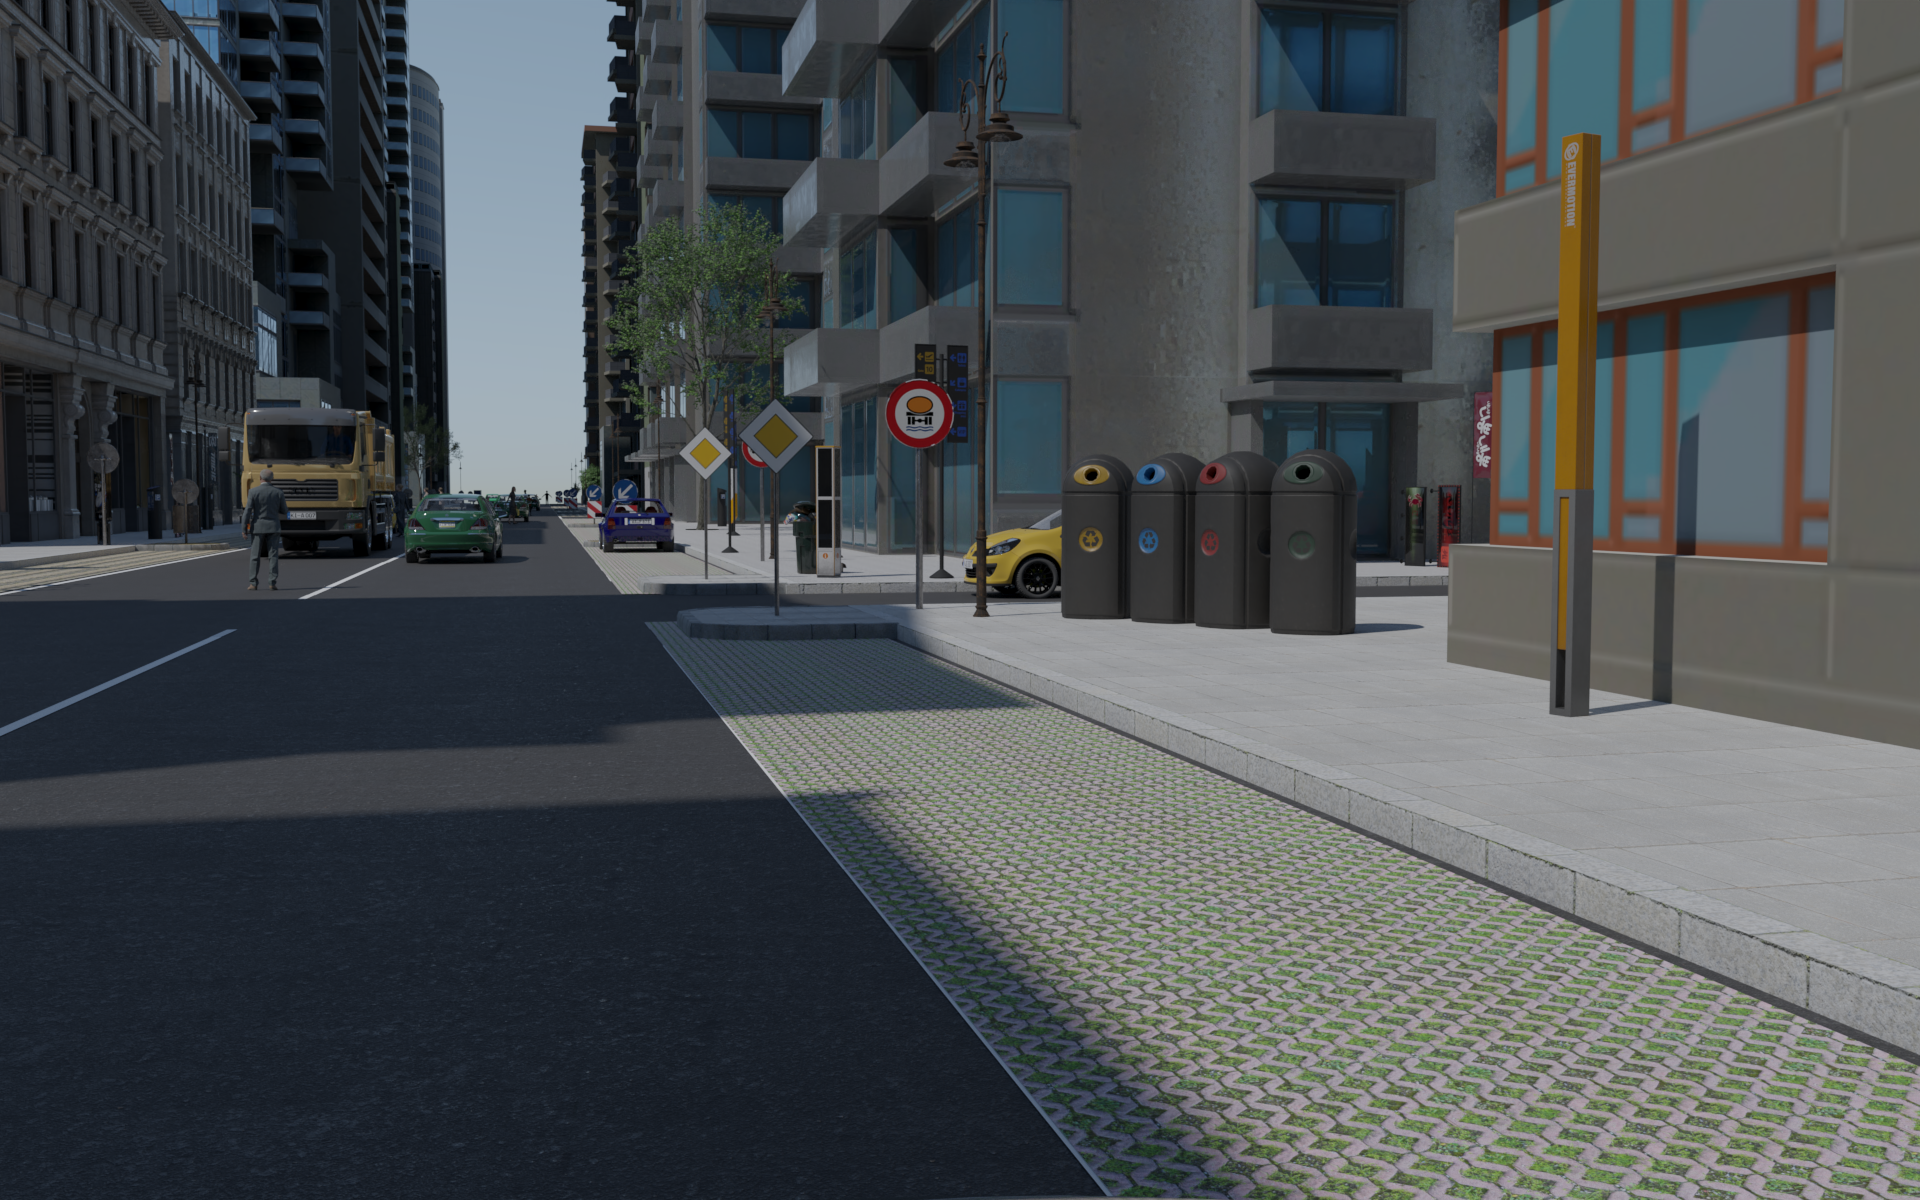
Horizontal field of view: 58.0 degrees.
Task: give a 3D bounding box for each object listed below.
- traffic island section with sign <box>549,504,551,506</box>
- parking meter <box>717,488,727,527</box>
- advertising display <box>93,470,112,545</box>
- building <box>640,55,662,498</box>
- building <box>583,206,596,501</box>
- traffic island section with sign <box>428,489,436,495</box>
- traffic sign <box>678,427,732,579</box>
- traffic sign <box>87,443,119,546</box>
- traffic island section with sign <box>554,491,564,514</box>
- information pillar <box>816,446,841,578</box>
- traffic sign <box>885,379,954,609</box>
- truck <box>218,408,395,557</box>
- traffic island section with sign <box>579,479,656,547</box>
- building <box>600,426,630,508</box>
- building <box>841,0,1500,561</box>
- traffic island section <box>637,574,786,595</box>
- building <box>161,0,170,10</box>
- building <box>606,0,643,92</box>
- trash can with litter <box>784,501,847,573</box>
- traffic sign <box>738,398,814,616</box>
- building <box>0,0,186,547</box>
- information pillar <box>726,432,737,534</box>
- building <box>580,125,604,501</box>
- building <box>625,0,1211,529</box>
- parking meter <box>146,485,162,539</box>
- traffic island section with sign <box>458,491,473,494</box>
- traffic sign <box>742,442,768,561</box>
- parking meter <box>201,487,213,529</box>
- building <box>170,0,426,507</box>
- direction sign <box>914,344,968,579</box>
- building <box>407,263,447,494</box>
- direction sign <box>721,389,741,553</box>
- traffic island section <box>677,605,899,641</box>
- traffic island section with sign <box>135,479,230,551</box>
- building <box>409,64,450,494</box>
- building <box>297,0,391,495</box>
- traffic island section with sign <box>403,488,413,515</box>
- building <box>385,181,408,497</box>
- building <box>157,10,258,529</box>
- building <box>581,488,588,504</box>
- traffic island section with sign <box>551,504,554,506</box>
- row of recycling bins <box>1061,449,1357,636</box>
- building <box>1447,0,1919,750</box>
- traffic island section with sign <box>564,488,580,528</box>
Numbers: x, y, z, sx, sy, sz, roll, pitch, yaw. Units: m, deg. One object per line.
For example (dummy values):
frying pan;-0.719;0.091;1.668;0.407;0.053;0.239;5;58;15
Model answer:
traffic island section with sign;-47.109;-11.915;203.439;1.989;1.847;2.006;-1;4;-14
parking meter;-9.391;-3.666;68.350;0.372;1.533;0.369;0;3;0
advertising display;-21.692;-2.362;43.837;0.123;1.923;0.974;-3;5;-43
building;-12.942;-20.619;108.814;14.160;30.474;14.107;-1;4;-14
building;-46.759;-36.651;249.347;14.600;45.320;14.200;-1;4;-14
traffic island section with sign;-44.689;-8.455;146.859;1.989;1.847;2.006;-1;4;-14
traffic sign;-3.813;-1.365;25.963;0.795;2.450;0.064;-1;4;-14
traffic sign;-21.252;-2.622;42.968;0.768;2.556;0.104;0;4;-6
traffic island section with sign;-27.531;-6.973;122.642;1.989;1.847;2.006;-1;4;-14
information pillar;-2.015;-1.351;26.577;0.304;2.012;0.304;1;4;17
traffic sign;-0.453;-1.171;19.256;0.768;2.556;0.104;-1;4;-8
truck;-15.309;-2.797;41.651;3.469;3.379;9.791;-1;4;-14
traffic island section with sign;-9.254;-2.358;47.187;1.989;1.847;2.006;-1;4;-14
building;-21.523;-51.737;158.576;22.319;86.520;31.000;-1;4;-14
building;10.742;-25.879;42.723;30.456;49.044;23.786;-1;4;-14
traffic island section;-3.792;-0.230;26.045;2.009;0.180;2.903;-1;4;-14
building;-50.001;-48.535;106.214;22.319;86.520;31.000;-1;4;-14
building;-14.844;-29.076;130.012;22.147;44.769;28.867;-1;4;-14
trash can with litter;-2.328;-1.022;28.103;0.624;1.170;1.055;2;4;29
traffic sign;-1.934;-0.890;18.201;0.795;2.450;0.064;-1;4;-14
building;-27.867;-11.633;41.105;10.553;20.767;40.483;-1;4;-14
information pillar;-7.209;-3.882;54.830;0.183;3.616;0.504;-2;4;-35
building;-33.384;-33.688;205.421;22.147;44.769;28.867;-1;4;-14
building;-4.465;-28.544;86.303;23.786;49.044;30.456;-1;4;-14
parking meter;-22.912;-2.499;49.267;0.372;1.533;0.369;0;3;0
traffic island section with sign;-57.776;-11.759;200.893;1.989;1.847;2.006;-1;4;-14
traffic sign;-3.767;-2.011;32.986;0.768;2.556;0.104;-1;4;-12
parking meter;-27.525;-3.359;63.329;0.372;1.533;0.369;0;3;0
building;-70.213;-53.556;188.314;22.319;86.520;31.000;-1;4;-14
direction sign;-0.279;-2.099;26.316;0.876;3.537;0.379;-2;4;-24
building;-71.057;-26.990;212.981;14.160;30.474;14.107;-1;4;-14
direction sign;-5.027;-2.798;37.751;0.379;3.537;0.876;-1;4;-21
traffic island section;-1.913;0.244;18.284;2.009;0.180;2.903;-1;4;-14
traffic island section with sign;-19.847;-2.183;44.316;1.989;1.847;2.006;-1;4;-14
building;-80.561;-42.238;232.596;21.231;58.520;28.212;-1;4;-14
building;-56.271;-31.160;133.160;21.300;48.544;21.600;-1;4;-14
traffic island section with sign;-38.179;-6.809;119.959;1.989;1.847;2.006;-1;4;-14
building;-56.814;-23.267;152.120;14.160;30.474;14.107;-1;4;-14
building;-34.879;-13.507;69.988;9.793;20.994;18.267;-1;4;-14
building;-34.519;-33.061;232.427;32.217;40.220;23.993;-1;4;-14
traffic island section with sign;-33.878;-8.576;148.842;1.989;1.847;2.006;-1;4;-14
row of recycling bins;2.385;-0.610;17.084;1.069;1.692;3.534;-3;5;-42
building;20.546;-9.586;1.778;27.650;21.520;28.899;-1;4;-14
traffic island section with sign;-15.799;-4.011;74.206;1.989;1.847;2.006;-1;4;-14
